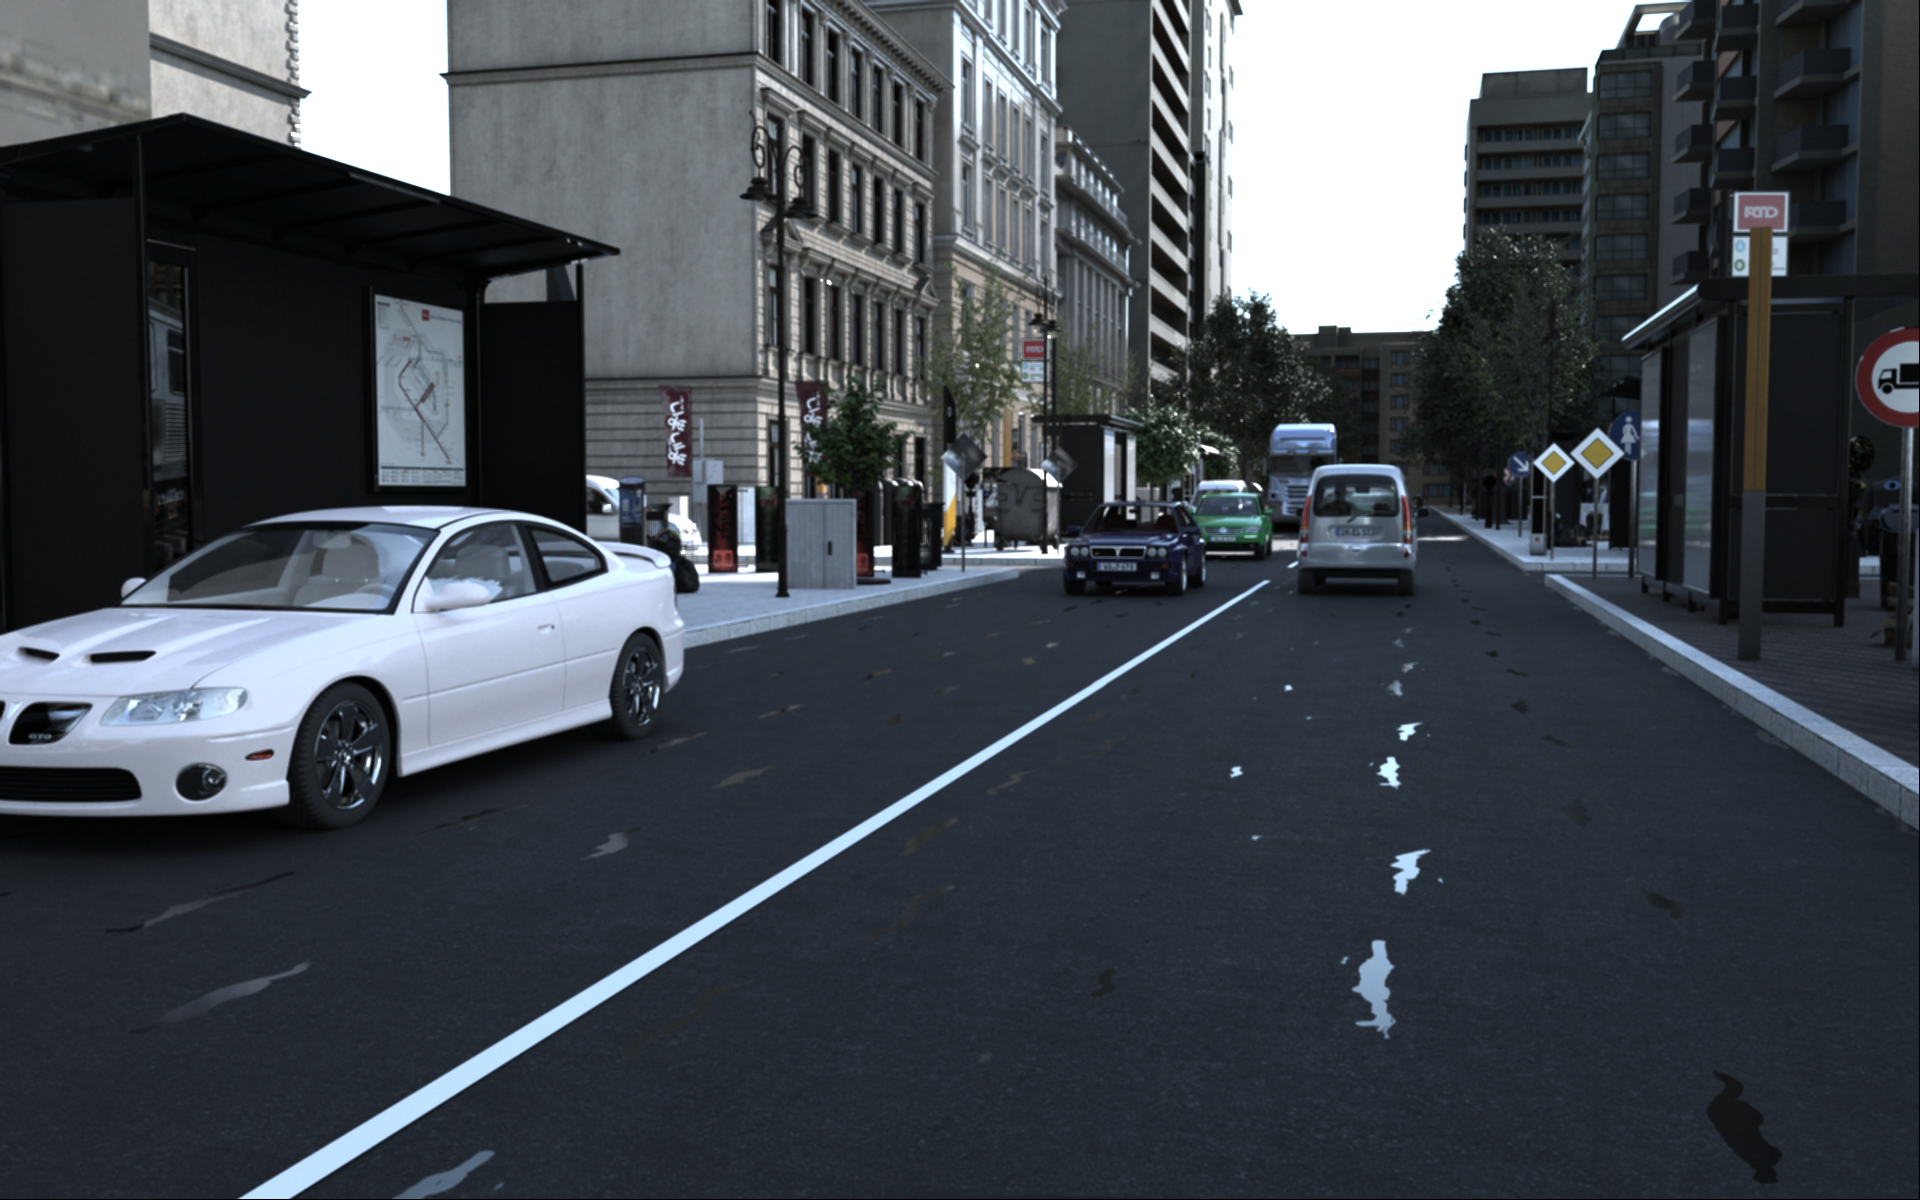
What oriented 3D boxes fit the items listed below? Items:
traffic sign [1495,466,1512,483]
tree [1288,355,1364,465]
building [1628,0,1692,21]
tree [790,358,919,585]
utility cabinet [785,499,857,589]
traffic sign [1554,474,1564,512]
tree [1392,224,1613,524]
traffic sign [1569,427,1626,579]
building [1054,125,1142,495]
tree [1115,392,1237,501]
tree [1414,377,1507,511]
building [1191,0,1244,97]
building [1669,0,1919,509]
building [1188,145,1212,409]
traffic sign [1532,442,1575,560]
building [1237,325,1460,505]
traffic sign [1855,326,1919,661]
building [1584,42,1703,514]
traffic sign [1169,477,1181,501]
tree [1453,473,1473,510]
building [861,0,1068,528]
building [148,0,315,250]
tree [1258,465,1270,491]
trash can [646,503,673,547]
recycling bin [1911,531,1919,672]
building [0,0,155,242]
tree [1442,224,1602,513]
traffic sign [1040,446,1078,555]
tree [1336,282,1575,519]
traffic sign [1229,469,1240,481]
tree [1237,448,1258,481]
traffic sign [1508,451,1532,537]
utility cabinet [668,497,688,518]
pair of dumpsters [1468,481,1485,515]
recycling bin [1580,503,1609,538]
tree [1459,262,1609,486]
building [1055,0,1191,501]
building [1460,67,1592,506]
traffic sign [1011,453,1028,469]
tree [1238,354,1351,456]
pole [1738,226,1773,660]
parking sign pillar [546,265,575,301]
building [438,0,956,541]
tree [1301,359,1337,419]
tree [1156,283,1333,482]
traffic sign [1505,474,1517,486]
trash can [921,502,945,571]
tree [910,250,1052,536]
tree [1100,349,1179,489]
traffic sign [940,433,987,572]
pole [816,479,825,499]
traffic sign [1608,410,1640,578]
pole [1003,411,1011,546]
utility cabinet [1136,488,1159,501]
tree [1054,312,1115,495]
[{"bbox_3d":[24.989,-4.868,79.696,0.768,2.556,0.104,2,4,23],"label":"traffic sign"},{"bbox_3d":[29.085,-13.683,141.842,7.486,12.596,7.792,0,3,0],"label":"tree"},{"bbox_3d":[62.247,-26.835,130.636,32.217,40.220,23.993,1,4,14],"label":"building"},{"bbox_3d":[-1.548,-1.855,24.926,1.663,3.219,1.824,0,3,0],"label":"tree"},{"bbox_3d":[-1.929,-0.754,23.492,1.020,1.237,0.306,0,4,7],"label":"utility cabinet"},{"bbox_3d":[19.682,-3.504,57.403,0.768,2.556,0.104,1,4,22],"label":"traffic sign"},{"bbox_3d":[23.135,-9.578,73.602,9.611,12.733,9.660,0,3,0],"label":"tree"},{"bbox_3d":[9.534,-1.366,25.970,0.795,2.450,0.064,1,4,14],"label":"traffic sign"},{"bbox_3d":[1.831,-15.650,97.673,13.314,21.916,24.055,1,4,14],"label":"building"},{"bbox_3d":[6.215,-4.429,56.131,4.285,4.588,4.351,0,3,0],"label":"tree"},{"bbox_3d":[39.579,-12.812,135.234,9.928,11.665,9.643,0,3,0],"label":"tree"},{"bbox_3d":[11.858,-35.299,166.380,27.495,52.752,28.713,1,4,14],"label":"building"},{"bbox_3d":[44.725,-25.876,77.693,22.147,44.769,28.867,1,4,14],"label":"building"},{"bbox_3d":[12.686,-22.629,141.691,14.160,30.474,14.107,1,4,14],"label":"building"},{"bbox_3d":[11.536,-1.838,33.701,0.795,2.450,0.064,1,4,14],"label":"traffic sign"},{"bbox_3d":[45.954,-22.452,212.124,28.899,21.520,27.650,1,4,14],"label":"building"},{"bbox_3d":[7.245,-0.805,13.263,0.768,2.556,0.104,1,4,18],"label":"traffic sign"},{"bbox_3d":[48.744,-20.968,114.527,14.160,30.474,14.107,1,4,14],"label":"building"},{"bbox_3d":[7.855,-3.965,64.826,0.884,2.594,0.081,1,4,22],"label":"traffic sign"},{"bbox_3d":[41.565,-9.049,142.546,1.663,3.219,1.824,0,3,0],"label":"tree"},{"bbox_3d":[-3.825,-17.695,75.221,13.634,28.700,20.117,1,4,14],"label":"building"},{"bbox_3d":[-33.084,-14.010,57.945,19.941,23.489,11.050,1,4,14],"label":"building"},{"bbox_3d":[21.418,-8.203,117.826,4.285,4.588,4.351,0,3,0],"label":"tree"},{"bbox_3d":[-4.706,-0.887,26.151,0.748,1.137,0.748,0,3,0],"label":"trash can"},{"bbox_3d":[7.389,0.002,12.518,0.722,1.027,0.722,-3,5,-45],"label":"recycling bin"},{"bbox_3d":[-23.392,-23.863,13.859,21.600,48.544,21.300,1,4,14],"label":"building"},{"bbox_3d":[15.291,-5.884,46.572,4.360,8.622,3.978,0,3,0],"label":"tree"},{"bbox_3d":[2.058,-1.989,36.167,0.795,2.450,0.064,1,4,14],"label":"traffic sign"},{"bbox_3d":[27.249,-10.991,90.071,12.009,13.543,11.850,0,3,0],"label":"tree"},{"bbox_3d":[12.970,-5.054,82.735,0.768,2.556,0.104,1,4,22],"label":"traffic sign"},{"bbox_3d":[10.668,-5.668,76.390,4.285,4.588,4.351,0,3,0],"label":"tree"},{"bbox_3d":[16.669,-3.142,51.481,0.768,2.556,0.104,1,4,23],"label":"traffic sign"},{"bbox_3d":[-6.941,-1.926,42.650,0.306,1.237,1.020,0,4,2],"label":"utility cabinet"},{"bbox_3d":[31.424,-6.208,103.996,1.574,2.255,4.437,1,4,14],"label":"pair of dumpsters"},{"bbox_3d":[17.998,-2.237,49.133,0.722,1.027,0.722,2,4,24],"label":"recycling bin"},{"bbox_3d":[18.075,-6.376,54.615,4.737,8.622,4.395,0,3,0],"label":"tree"},{"bbox_3d":[4.584,-30.640,124.673,21.300,48.544,21.600,1,4,14],"label":"building"},{"bbox_3d":[69.291,-35.291,200.709,21.600,48.544,21.300,1,4,14],"label":"building"},{"bbox_3d":[1.377,-2.483,42.726,0.606,2.300,0.079,1,4,15],"label":"traffic sign"},{"bbox_3d":[19.958,-10.582,107.426,8.767,10.594,7.601,1,4,10],"label":"tree"},{"bbox_3d":[6.131,-1.193,13.349,0.158,3.312,0.155,0,3,0],"label":"pole"},{"bbox_3d":[-4.306,-1.823,18.274,1.447,3.967,1.447,-1,4,-22],"label":"parking sign pillar"},{"bbox_3d":[-7.672,-11.717,56.196,10.561,19.102,19.286,1,4,14],"label":"building"},{"bbox_3d":[32.213,-14.893,153.868,12.009,13.543,11.850,0,3,0],"label":"tree"},{"bbox_3d":[15.524,-10.854,94.474,9.611,12.733,9.660,0,3,0],"label":"tree"},{"bbox_3d":[31.436,-6.048,98.985,0.768,2.556,0.104,2,4,23],"label":"traffic sign"},{"bbox_3d":[-0.610,-1.074,29.211,0.748,1.137,0.748,0,3,0],"label":"trash can"},{"bbox_3d":[0.466,-6.273,52.931,4.737,8.622,4.395,0,3,0],"label":"tree"},{"bbox_3d":[8.986,-8.341,86.741,4.360,8.622,3.978,0,3,0],"label":"tree"},{"bbox_3d":[0.057,-1.516,28.436,0.795,2.450,0.064,1,4,14],"label":"traffic sign"},{"bbox_3d":[-3.207,-2.812,39.814,0.158,3.312,0.155,0,3,0],"label":"pole"},{"bbox_3d":[10.233,-1.604,26.324,0.768,2.556,0.104,1,4,16],"label":"traffic sign"},{"bbox_3d":[1.156,-2.974,42.474,0.158,3.312,0.155,0,3,0],"label":"pole"},{"bbox_3d":[6.574,-3.292,62.500,1.173,1.500,0.318,1,4,23],"label":"utility cabinet"},{"bbox_3d":[4.456,-7.282,69.427,4.737,8.622,4.395,0,3,0],"label":"tree"}]
